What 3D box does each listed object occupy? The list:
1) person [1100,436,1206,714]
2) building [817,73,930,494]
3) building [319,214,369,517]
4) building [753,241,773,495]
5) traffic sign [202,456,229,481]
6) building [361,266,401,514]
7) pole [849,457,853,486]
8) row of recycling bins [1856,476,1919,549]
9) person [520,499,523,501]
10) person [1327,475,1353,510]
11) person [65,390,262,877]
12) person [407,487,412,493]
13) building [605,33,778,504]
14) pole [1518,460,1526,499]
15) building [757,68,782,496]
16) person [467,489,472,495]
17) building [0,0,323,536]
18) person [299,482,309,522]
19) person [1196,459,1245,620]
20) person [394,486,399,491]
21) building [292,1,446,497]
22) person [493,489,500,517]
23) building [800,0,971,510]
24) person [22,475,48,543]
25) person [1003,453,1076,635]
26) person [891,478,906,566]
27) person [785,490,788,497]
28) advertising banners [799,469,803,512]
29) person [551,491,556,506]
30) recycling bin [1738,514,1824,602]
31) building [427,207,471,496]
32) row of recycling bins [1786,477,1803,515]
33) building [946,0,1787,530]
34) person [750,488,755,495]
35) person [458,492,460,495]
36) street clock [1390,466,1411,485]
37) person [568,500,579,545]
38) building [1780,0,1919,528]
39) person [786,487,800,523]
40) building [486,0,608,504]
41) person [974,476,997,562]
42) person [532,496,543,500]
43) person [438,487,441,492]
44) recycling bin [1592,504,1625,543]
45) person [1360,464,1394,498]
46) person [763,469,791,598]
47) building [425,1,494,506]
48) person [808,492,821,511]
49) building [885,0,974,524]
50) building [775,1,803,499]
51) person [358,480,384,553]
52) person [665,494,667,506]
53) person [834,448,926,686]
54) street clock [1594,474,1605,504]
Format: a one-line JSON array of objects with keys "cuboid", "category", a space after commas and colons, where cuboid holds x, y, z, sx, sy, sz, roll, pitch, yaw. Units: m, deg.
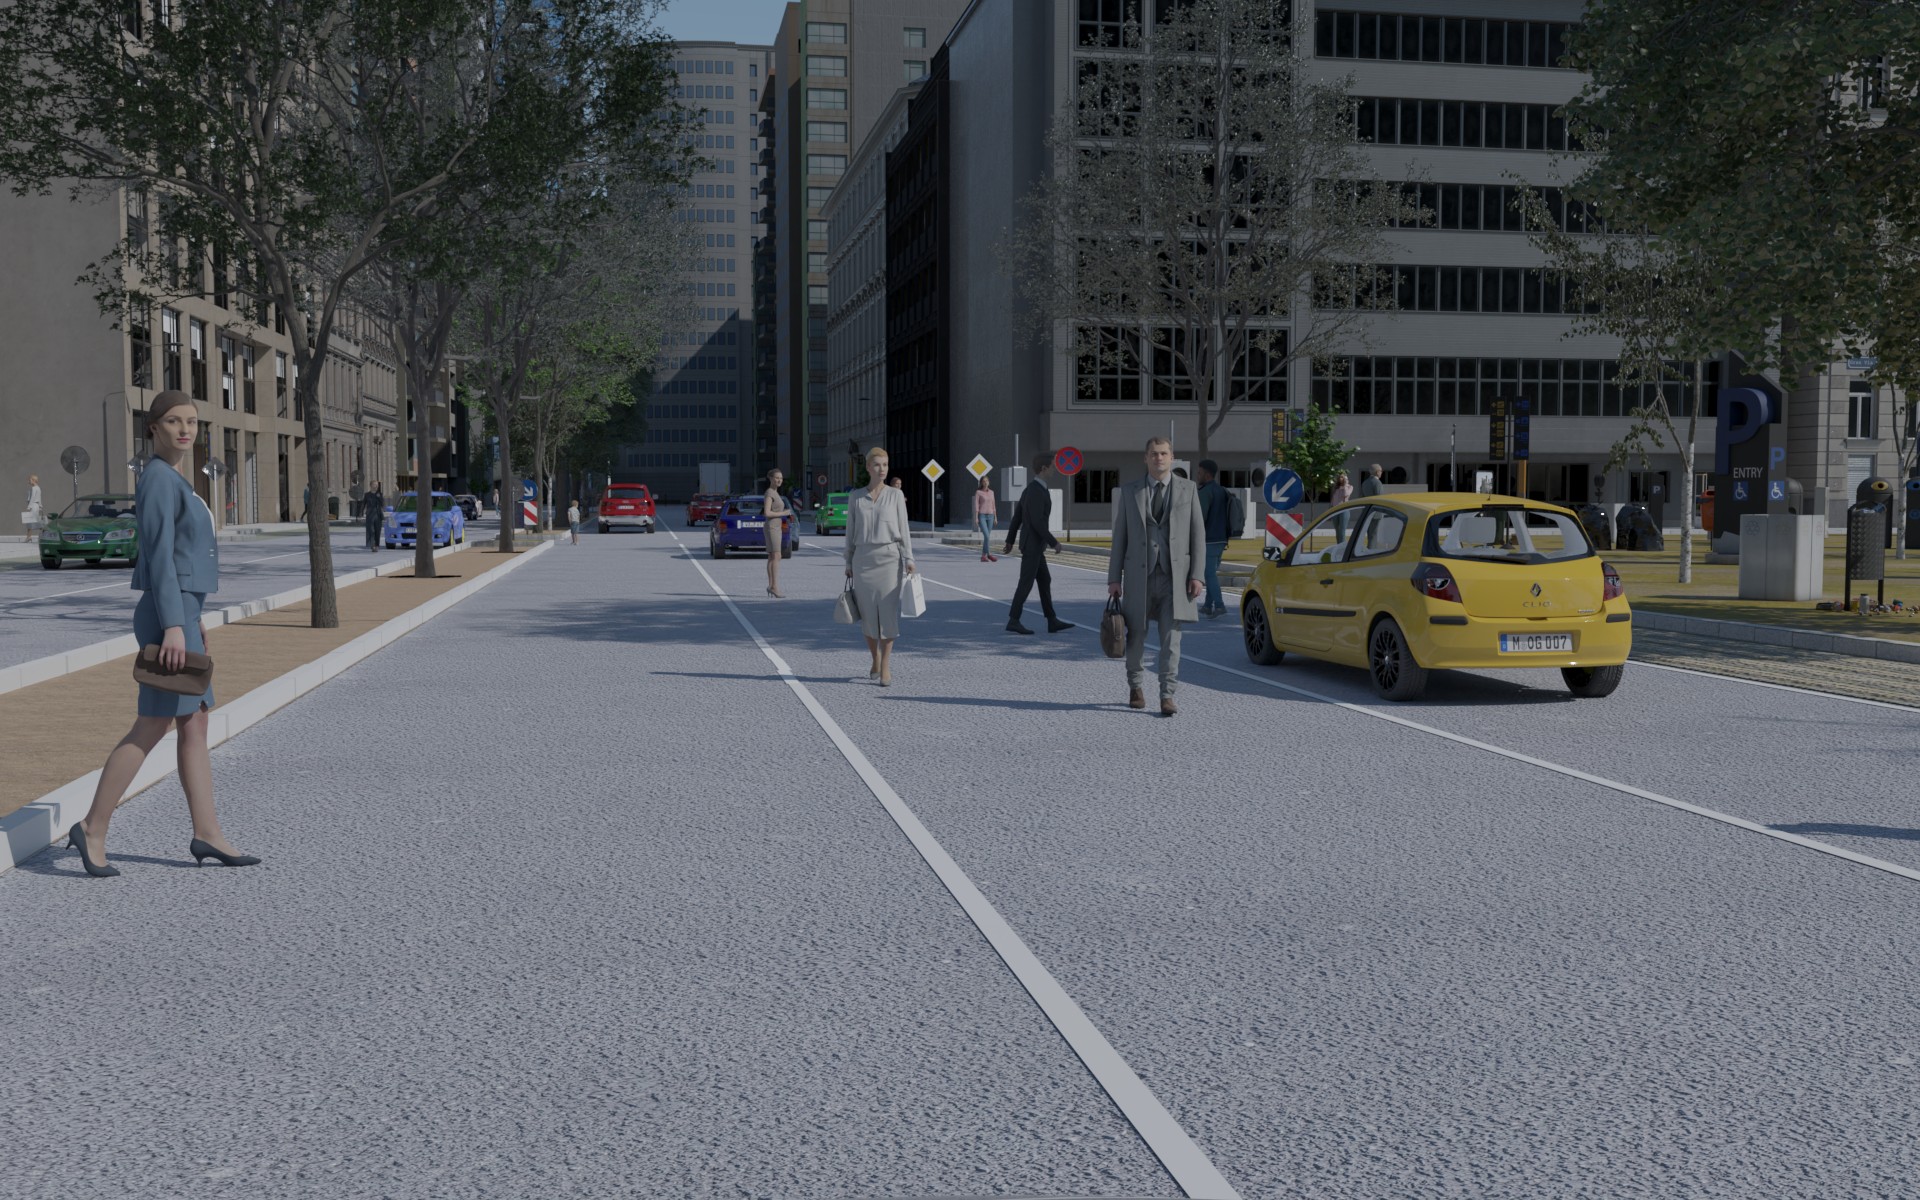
[{"cuboid": [1.266, -0.170, 11.385, 0.694, 1.812, 0.767, 0, 4, 7], "category": "person"}, {"cuboid": [1.560, -20.508, 111.727, 17.030, 29.872, 44.131, -1, 4, -10], "category": "building"}, {"cuboid": [-39.953, -15.883, 95.850, 11.583, 22.565, 21.152, -1, 4, -10], "category": "building"}, {"cuboid": [-16.930, -26.205, 200.148, 14.160, 30.474, 14.107, -1, 4, -10], "category": "building"}, {"cuboid": [-23.002, -3.138, 53.493, 0.795, 2.593, 0.064, -1, 4, -10], "category": "traffic sign"}, {"cuboid": [-44.108, -17.556, 115.912, 11.050, 23.489, 19.941, -1, 4, -10], "category": "building"}, {"cuboid": [-5.959, -6.188, 95.024, 0.158, 3.312, 0.155, 0, 3, 0], "category": "pole"}, {"cuboid": [22.741, -2.028, 40.273, 3.534, 1.692, 1.069, 3, 5, 41], "category": "row of recycling bins"}, {"cuboid": [-45.068, -10.387, 178.853, 0.750, 1.759, 0.617, 0, 4, -4], "category": "person"}, {"cuboid": [7.822, -1.772, 35.613, 0.593, 1.750, 0.643, 3, 5, 42], "category": "person"}, {"cuboid": [-3.028, 0.120, 6.561, 0.654, 1.822, 0.581, 0, 4, -3], "category": "person"}, {"cuboid": [-35.931, -6.522, 113.259, 0.593, 1.750, 0.643, 1, 4, 22], "category": "person"}, {"cuboid": [-31.194, -41.712, 223.995, 28.212, 58.520, 21.231, -1, 4, -10], "category": "building"}, {"cuboid": [15.166, -3.235, 46.728, 0.158, 3.312, 0.155, 0, 3, 0], "category": "pole"}, {"cuboid": [-9.358, -32.090, 179.296, 22.147, 44.769, 28.867, -1, 4, -10], "category": "building"}, {"cuboid": [-42.824, -8.837, 151.189, 0.551, 1.740, 0.621, 3, 5, 44], "category": "person"}, {"cuboid": [-38.332, -16.113, 67.965, 19.350, 26.468, 34.151, -1, 4, -10], "category": "building"}, {"cuboid": [-29.604, -4.429, 78.482, 0.660, 1.820, 0.620, 3, 5, 39], "category": "person"}, {"cuboid": [2.807, -0.685, 19.687, 0.794, 1.824, 0.713, -2, 4, -32], "category": "person"}, {"cuboid": [-37.540, -6.690, 115.605, 0.709, 1.800, 0.728, 3, 5, 40], "category": "person"}, {"cuboid": [-53.728, -29.601, 138.596, 22.147, 44.769, 28.867, -1, 4, -10], "category": "building"}, {"cuboid": [-28.839, -6.044, 107.996, 0.598, 1.740, 0.731, -3, 5, -40], "category": "person"}, {"cuboid": [-6.193, -28.097, 142.984, 14.154, 41.232, 14.086, -1, 4, -10], "category": "building"}, {"cuboid": [-24.348, -2.398, 45.608, 0.624, 1.780, 0.694, 0, 4, -1], "category": "person"}, {"cuboid": [0.833, -0.579, 17.750, 0.755, 1.850, 0.659, 0, 4, -5], "category": "person"}, {"cuboid": [-1.196, -1.537, 34.194, 0.524, 1.755, 0.480, 2, 4, 27], "category": "person"}, {"cuboid": [-14.356, -8.430, 143.503, 0.705, 1.869, 1.348, 0, 4, -1], "category": "person"}, {"cuboid": [-11.229, -7.707, 122.204, 0.090, 3.025, 2.074, 0, 4, 1], "category": "advertising banners"}, {"cuboid": [-47.074, -11.721, 200.847, 1.217, 1.736, 0.721, 2, 4, 25], "category": "person"}, {"cuboid": [9.988, -0.521, 21.065, 0.722, 1.027, 0.722, -3, 5, -39], "category": "recycling bin"}, {"cuboid": [-53.647, -23.822, 161.189, 14.160, 30.474, 14.107, -1, 4, -10], "category": "building"}, {"cuboid": [20.639, -2.249, 43.877, 1.069, 1.692, 3.534, 1, 4, 16], "category": "row of recycling bins"}, {"cuboid": [15.497, -15.261, 68.583, 30.058, 24.678, 14.314, -1, 4, -10], "category": "building"}, {"cuboid": [-11.558, -5.368, 96.813, 0.362, 1.759, 0.519, -2, 4, -26], "category": "person"}, {"cuboid": [-42.927, -8.506, 148.374, 1.065, 1.426, 0.557, -2, 4, -31], "category": "person"}, {"cuboid": [11.483, -2.484, 45.187, 0.471, 2.002, 0.358, 3, 5, 42], "category": "street clock"}, {"cuboid": [-10.860, -2.170, 48.663, 0.332, 1.250, 0.352, 0, 4, -1], "category": "person"}, {"cuboid": [43.070, -16.808, 72.067, 25.104, 27.353, 12.463, -1, 4, -10], "category": "building"}, {"cuboid": [-8.305, -4.688, 85.360, 0.699, 1.804, 1.509, -1, 4, -11], "category": "person"}, {"cuboid": [-60.899, -55.445, 219.191, 31.000, 86.520, 22.319, -1, 4, -10], "category": "building"}, {"cuboid": [0.526, -1.714, 36.532, 0.555, 1.821, 0.388, -3, 5, -42], "category": "person"}, {"cuboid": [-35.164, -8.311, 144.351, 0.705, 1.831, 1.348, 2, 4, 30], "category": "person"}, {"cuboid": [-38.792, -7.537, 129.303, 0.705, 1.821, 1.348, 0, 4, -4], "category": "person"}, {"cuboid": [17.077, -2.031, 45.766, 0.722, 1.027, 0.722, 3, 5, 41], "category": "recycling bin"}, {"cuboid": [7.282, -1.465, 30.174, 0.590, 1.801, 0.661, -1, 4, -17], "category": "person"}, {"cuboid": [-2.550, -0.933, 24.089, 0.374, 1.781, 0.599, 0, 4, 3], "category": "person"}, {"cuboid": [-65.491, -39.417, 186.460, 28.212, 58.520, 21.231, -1, 4, -10], "category": "building"}, {"cuboid": [-11.238, -7.620, 133.882, 1.065, 1.426, 0.557, 1, 4, 9], "category": "person"}, {"cuboid": [3.697, -15.408, 81.600, 12.332, 23.373, 15.834, -1, 4, -10], "category": "building"}, {"cuboid": [-9.237, -31.030, 157.443, 14.600, 45.320, 14.200, -1, 4, -10], "category": "building"}, {"cuboid": [-14.438, -2.057, 42.553, 0.534, 1.772, 0.576, 3, 5, 43], "category": "person"}, {"cuboid": [-33.962, -11.507, 199.891, 0.557, 1.426, 1.065, -1, 4, -12], "category": "person"}, {"cuboid": [-0.585, -0.262, 13.139, 0.694, 1.780, 0.624, 1, 4, 21], "category": "person"}, {"cuboid": [23.101, -3.550, 62.614, 0.358, 2.002, 0.471, 3, 5, 40], "category": "street clock"}]
